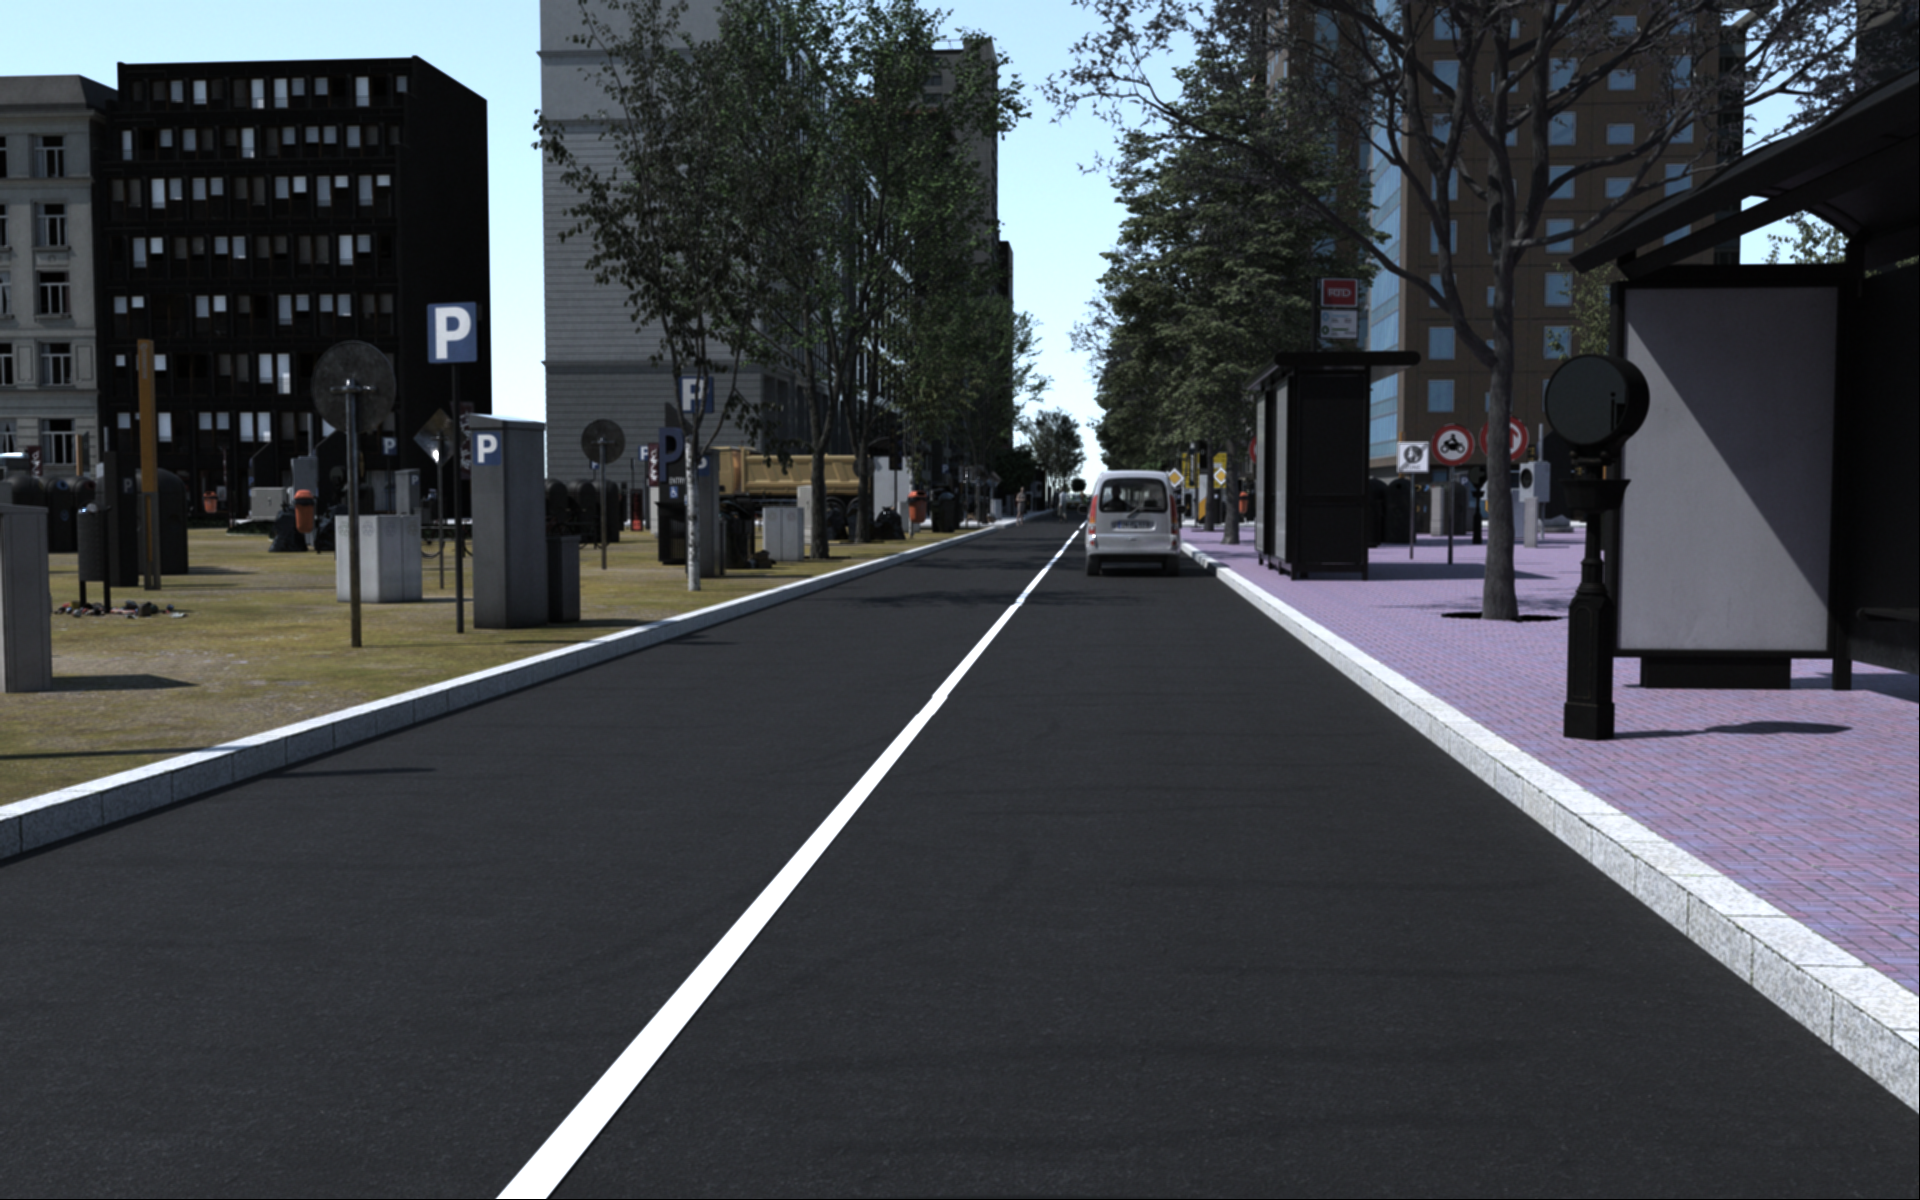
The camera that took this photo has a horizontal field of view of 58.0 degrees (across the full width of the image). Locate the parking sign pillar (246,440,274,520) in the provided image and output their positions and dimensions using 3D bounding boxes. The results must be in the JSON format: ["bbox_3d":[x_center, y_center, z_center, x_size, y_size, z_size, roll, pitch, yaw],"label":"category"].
[{"bbox_3d":[-34.682,-5.962,85.950,1.447,3.967,1.447,1,4,23],"label":"parking sign pillar"}]

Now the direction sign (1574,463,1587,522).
[{"bbox_3d":[28.201,-5.274,78.223,0.876,3.537,0.379,1,4,16],"label":"direction sign"}]

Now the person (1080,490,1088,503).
[{"bbox_3d":[11.572,-9.547,164.693,1.348,1.812,0.705,2,4,33],"label":"person"}]

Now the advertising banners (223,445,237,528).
[{"bbox_3d":[-26.340,-4.054,62.472,0.090,3.025,2.074,-1,4,-12],"label":"advertising banners"}]

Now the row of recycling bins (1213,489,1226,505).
[{"bbox_3d":[20.417,-7.889,136.101,3.534,1.692,1.069,1,4,13],"label":"row of recycling bins"}]

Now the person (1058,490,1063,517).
[{"bbox_3d":[6.359,-6.085,108.998,0.512,1.701,0.522,3,5,41],"label":"person"}]

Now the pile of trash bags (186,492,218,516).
[{"bbox_3d":[-35.118,-4.181,78.119,3.447,1.369,1.912,0,4,5],"label":"pile of trash bags"}]

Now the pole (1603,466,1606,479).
[{"bbox_3d":[20.351,-3.728,54.799,0.158,3.312,0.155,0,3,0],"label":"pole"}]

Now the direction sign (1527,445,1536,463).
[{"bbox_3d":[26.446,-5.345,79.389,0.876,3.537,0.379,1,4,19],"label":"direction sign"}]

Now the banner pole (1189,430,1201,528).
[{"bbox_3d":[8.873,-4.630,65.719,0.401,3.779,0.863,-1,4,-17],"label":"banner pole"}]

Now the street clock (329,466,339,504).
[{"bbox_3d":[-16.101,-2.471,44.971,0.471,2.002,0.358,2,4,23],"label":"street clock"}]

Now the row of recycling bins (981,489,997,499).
[{"bbox_3d":[2.270,-7.546,130.491,1.069,1.692,3.534,-1,4,-18],"label":"row of recycling bins"}]

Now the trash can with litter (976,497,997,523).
[{"bbox_3d":[1.215,-4.101,78.434,1.055,1.170,0.624,3,5,42],"label":"trash can with litter"}]

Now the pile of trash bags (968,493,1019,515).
[{"bbox_3d":[2.173,-5.861,105.587,3.447,1.369,1.912,0,4,5],"label":"pile of trash bags"}]

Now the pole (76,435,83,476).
[{"bbox_3d":[-30.255,-4.019,59.560,0.158,3.312,0.155,0,3,0],"label":"pole"}]

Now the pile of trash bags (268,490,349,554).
[{"bbox_3d":[-14.443,-1.759,38.518,1.912,1.369,3.447,-1,4,-17],"label":"pile of trash bags"}]

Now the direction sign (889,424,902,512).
[{"bbox_3d":[-2.105,-3.958,56.715,0.379,3.537,0.876,2,4,25],"label":"direction sign"}]

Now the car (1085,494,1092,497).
[{"bbox_3d":[16.402,-12.895,221.061,2.015,1.641,3.980,0,4,4],"label":"car"}]

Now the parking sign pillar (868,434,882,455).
[{"bbox_3d":[-4.089,-5.458,77.706,1.447,3.967,1.447,1,4,16],"label":"parking sign pillar"}]

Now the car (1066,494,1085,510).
[{"bbox_3d":[9.121,-7.931,139.891,2.015,1.641,3.980,0,4,3],"label":"car"}]

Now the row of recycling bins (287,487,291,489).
[{"bbox_3d":[-31.314,-4.768,85.067,3.534,1.692,1.069,-3,4,-37],"label":"row of recycling bins"}]

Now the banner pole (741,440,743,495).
[{"bbox_3d":[-10.092,-5.516,80.205,0.401,3.779,0.863,0,4,-4],"label":"banner pole"}]

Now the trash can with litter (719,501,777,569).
[{"bbox_3d":[-3.721,-1.127,29.806,1.055,1.170,0.624,-3,5,-44],"label":"trash can with litter"}]

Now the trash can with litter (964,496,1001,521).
[{"bbox_3d":[0.822,-4.375,82.581,2.233,1.210,1.678,0,4,5],"label":"trash can with litter"}]

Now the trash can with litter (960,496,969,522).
[{"bbox_3d":[-0.081,-4.178,79.698,0.624,1.170,1.055,1,4,20],"label":"trash can with litter"}]

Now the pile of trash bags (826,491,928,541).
[{"bbox_3d":[-2.268,-2.388,48.793,3.447,1.369,1.912,-3,5,-43],"label":"pile of trash bags"}]

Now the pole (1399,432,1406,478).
[{"bbox_3d":[14.548,-3.864,57.025,0.158,3.312,0.155,0,3,0],"label":"pole"}]

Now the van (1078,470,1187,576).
[{"bbox_3d":[3.157,-1.511,31.717,2.013,2.044,4.112,0,4,5],"label":"van"}]

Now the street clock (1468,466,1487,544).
[{"bbox_3d":[13.270,-2.434,44.373,0.471,2.002,0.358,2,4,34],"label":"street clock"}]

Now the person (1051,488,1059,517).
[{"bbox_3d":[6.178,-6.243,110.689,0.709,1.813,0.853,1,4,15],"label":"person"}]

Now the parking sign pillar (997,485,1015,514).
[{"bbox_3d":[3.119,-7.698,114.335,1.447,3.967,1.447,2,4,32],"label":"parking sign pillar"}]

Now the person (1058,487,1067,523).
[{"bbox_3d":[5.162,-4.750,86.395,0.478,1.798,0.641,-1,4,-19],"label":"person"}]

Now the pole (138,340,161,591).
[{"bbox_3d":[-10.773,-1.784,23.011,0.158,3.312,0.155,0,3,0],"label":"pole"}]

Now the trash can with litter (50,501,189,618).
[{"bbox_3d":[-9.110,-0.450,18.414,2.233,1.210,1.678,2,4,35],"label":"trash can with litter"}]

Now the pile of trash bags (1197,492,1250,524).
[{"bbox_3d":[11.871,-4.098,76.756,1.912,1.369,3.447,-1,4,-18],"label":"pile of trash bags"}]

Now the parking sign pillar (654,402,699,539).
[{"bbox_3d":[-8.189,-3.789,50.417,1.447,3.967,1.447,3,5,39],"label":"parking sign pillar"}]

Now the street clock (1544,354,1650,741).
[{"bbox_3d":[3.314,-0.275,9.067,0.358,2.002,0.471,-3,5,-42],"label":"street clock"}]

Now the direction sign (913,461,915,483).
[{"bbox_3d":[-3.333,-7.707,118.004,0.379,3.537,0.876,2,4,32],"label":"direction sign"}]

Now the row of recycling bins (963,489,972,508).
[{"bbox_3d":[0.521,-8.345,143.553,1.069,1.692,3.534,0,4,2],"label":"row of recycling bins"}]

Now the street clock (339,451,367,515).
[{"bbox_3d":[-10.116,-1.497,29.054,0.358,2.002,0.471,0,4,-6],"label":"street clock"}]

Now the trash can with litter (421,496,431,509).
[{"bbox_3d":[-16.825,-2.702,55.241,1.678,1.210,2.233,0,4,-2],"label":"trash can with litter"}]

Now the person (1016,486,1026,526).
[{"bbox_3d":[2.779,-4.233,78.045,0.599,1.781,0.374,-2,4,-33],"label":"person"}]

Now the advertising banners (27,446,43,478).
[{"bbox_3d":[-32.573,-4.057,62.513,2.074,3.025,0.090,0,4,-3],"label":"advertising banners"}]

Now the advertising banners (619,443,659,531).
[{"bbox_3d":[-11.175,-3.884,59.688,2.074,3.025,0.090,1,4,23],"label":"advertising banners"}]

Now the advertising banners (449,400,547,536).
[{"bbox_3d":[-8.835,-2.263,33.195,0.090,3.025,2.074,3,5,43],"label":"advertising banners"}]

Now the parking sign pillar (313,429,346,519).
[{"bbox_3d":[-24.333,-4.785,66.709,1.447,3.967,1.447,2,4,30],"label":"parking sign pillar"}]

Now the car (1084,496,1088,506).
[{"bbox_3d":[12.333,-10.429,179.313,1.959,1.807,4.718,0,4,7],"label":"car"}]

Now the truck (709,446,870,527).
[{"bbox_3d":[-7.381,-4.564,70.543,9.791,3.379,3.469,0,4,5],"label":"truck"}]

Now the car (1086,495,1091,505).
[{"bbox_3d":[14.250,-11.305,197.423,1.945,1.354,3.894,0,4,3],"label":"car"}]

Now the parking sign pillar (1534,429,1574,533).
[{"bbox_3d":[19.673,-4.224,57.529,1.447,3.967,1.447,-2,4,-26],"label":"parking sign pillar"}]
